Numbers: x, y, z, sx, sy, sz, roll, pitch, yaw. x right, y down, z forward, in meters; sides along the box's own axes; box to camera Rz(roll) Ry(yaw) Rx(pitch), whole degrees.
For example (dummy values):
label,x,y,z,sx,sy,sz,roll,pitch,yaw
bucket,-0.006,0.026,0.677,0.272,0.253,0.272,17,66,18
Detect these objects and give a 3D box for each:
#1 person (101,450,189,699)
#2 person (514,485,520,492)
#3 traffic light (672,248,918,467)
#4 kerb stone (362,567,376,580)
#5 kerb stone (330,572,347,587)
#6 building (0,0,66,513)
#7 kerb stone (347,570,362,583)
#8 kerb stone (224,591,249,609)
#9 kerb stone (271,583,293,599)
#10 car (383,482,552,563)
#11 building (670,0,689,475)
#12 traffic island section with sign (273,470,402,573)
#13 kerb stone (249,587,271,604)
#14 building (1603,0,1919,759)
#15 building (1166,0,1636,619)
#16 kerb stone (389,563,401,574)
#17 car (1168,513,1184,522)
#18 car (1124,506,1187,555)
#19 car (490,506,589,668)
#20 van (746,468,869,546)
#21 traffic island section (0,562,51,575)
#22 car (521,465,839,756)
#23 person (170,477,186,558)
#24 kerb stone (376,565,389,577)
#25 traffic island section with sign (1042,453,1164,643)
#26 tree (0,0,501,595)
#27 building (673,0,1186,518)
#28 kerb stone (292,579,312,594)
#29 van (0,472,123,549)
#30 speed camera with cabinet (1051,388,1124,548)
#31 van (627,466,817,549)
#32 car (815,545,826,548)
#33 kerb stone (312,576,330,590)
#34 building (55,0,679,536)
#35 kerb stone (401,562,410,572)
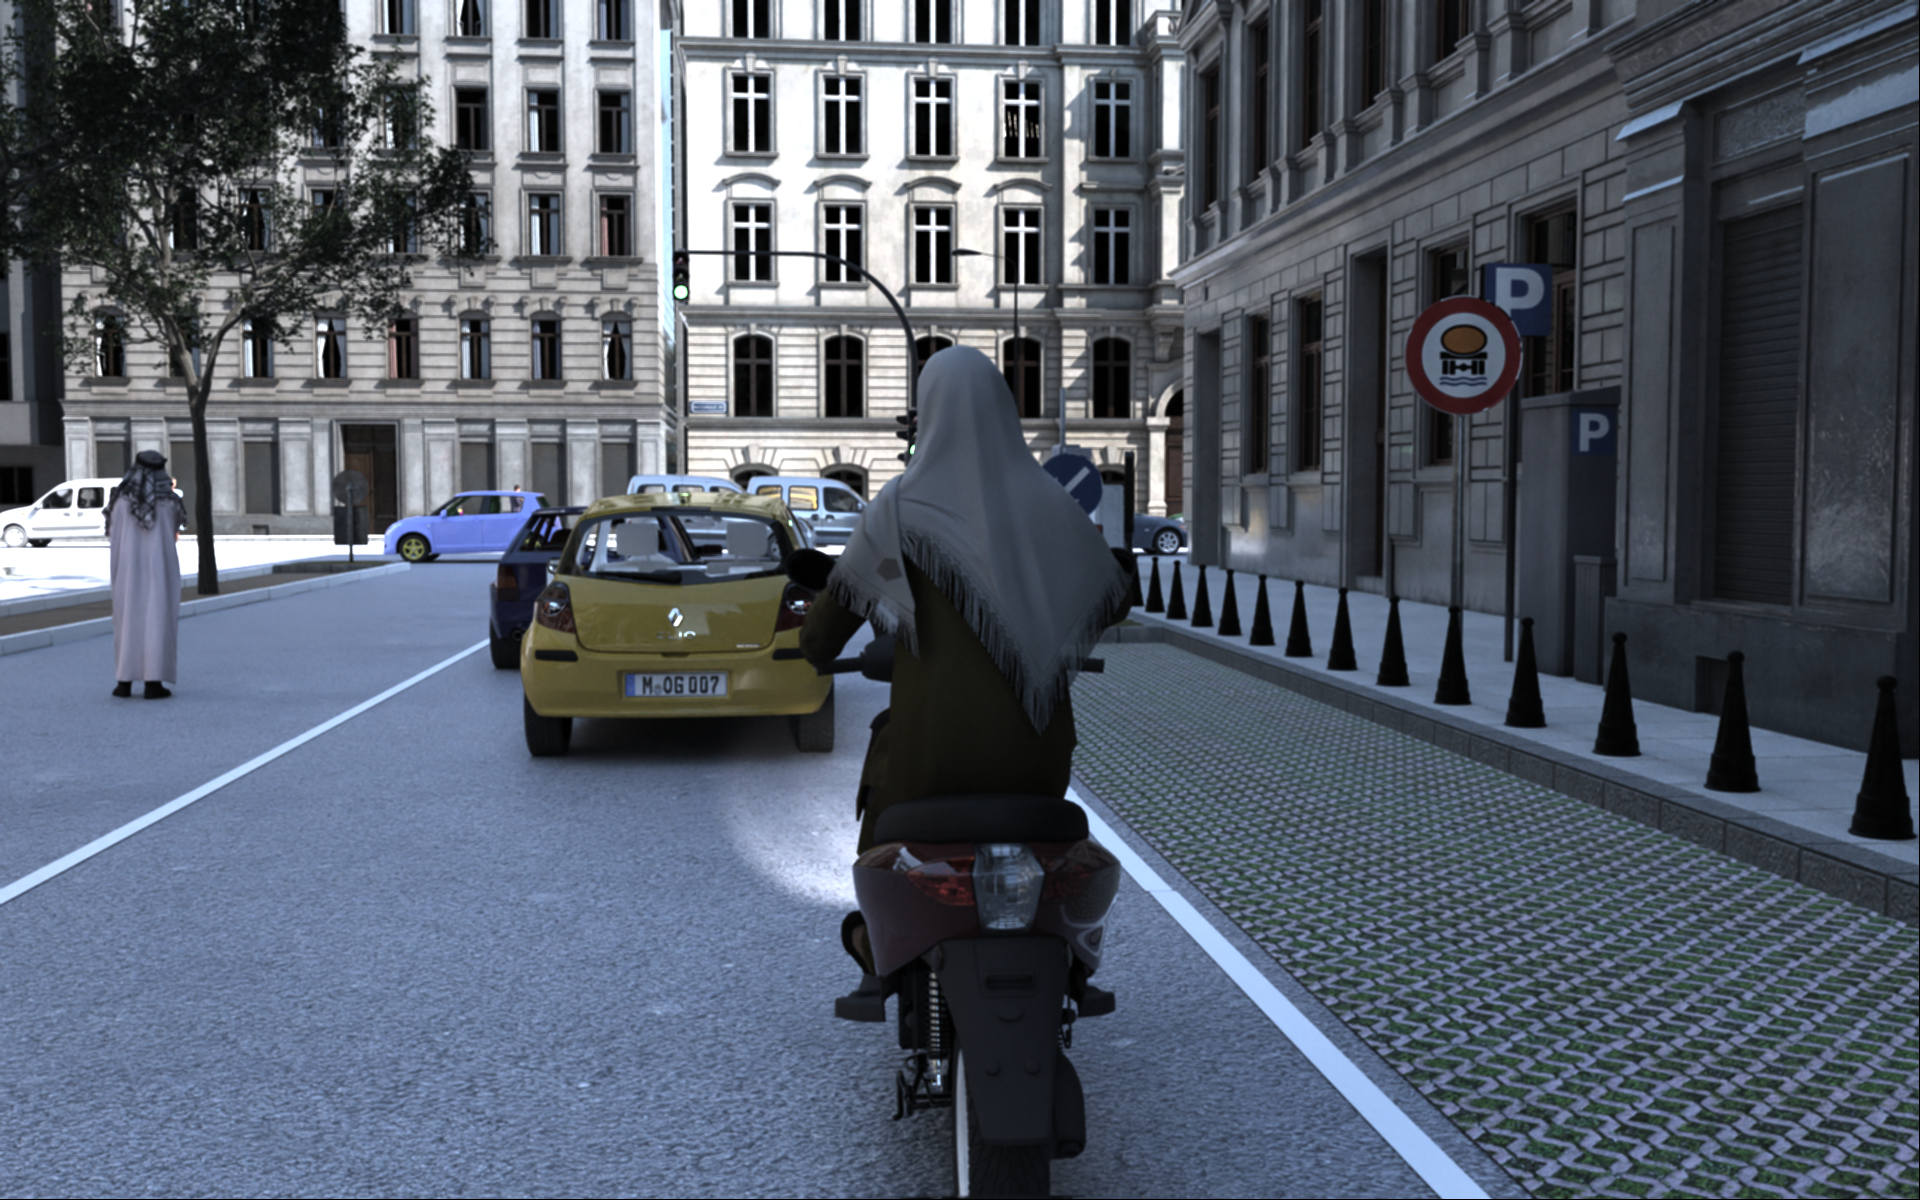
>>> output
label,x,y,z,sx,sy,sz,roll,pitch,yaw
person,-5.739,-0.188,12.243,0.551,1.740,0.621,-2,4,-35
person,-13.246,-2.587,51.712,0.530,1.710,0.541,-2,4,-29
traffic light,-2.961,-3.539,32.534,4.771,5.953,1.251,0,4,-6
kerb stone,-10.066,-0.427,29.196,0.120,0.150,1.000,0,4,-6
kerb stone,-9.836,-0.303,27.147,0.120,0.150,1.000,0,4,-6
building,-43.092,-14.613,57.990,30.058,24.678,14.314,0,4,-6
kerb stone,-9.959,-0.366,28.177,0.120,0.150,1.000,0,4,-6
kerb stone,-9.283,0.011,22.013,0.120,0.150,1.000,0,4,-6
kerb stone,-9.497,-0.110,24.057,0.120,0.150,1.000,0,4,-6
car,-10.304,-1.659,36.719,3.694,1.707,1.945,0,4,-7
building,-31.704,-47.883,221.145,20.611,71.187,20.563,0,4,-6
traffic island section with sign,-11.445,-1.466,32.100,2.006,1.907,1.989,0,4,-6
kerb stone,-9.399,-0.051,23.031,0.120,0.150,1.000,0,4,-6
building,9.812,-9.366,2.281,9.793,20.994,18.267,0,4,-6
building,10.166,-11.371,22.066,11.583,22.565,21.152,0,4,-6
kerb stone,-10.288,-0.550,31.233,0.120,0.150,1.000,0,4,-6
car,8.437,-2.418,51.332,4.920,1.459,2.131,0,4,-5
car,3.265,-1.773,40.999,4.499,1.417,2.014,0,4,-7
car,-3.138,-0.187,15.645,1.945,1.354,3.894,0,4,-6
van,-2.976,-2.019,40.020,4.112,2.044,2.013,0,4,-5
traffic island section,-17.791,-0.544,31.168,2.009,0.180,2.903,0,4,-6
car,-1.663,-0.045,10.957,2.015,1.641,3.980,0,4,-5
person,-17.562,-1.830,38.512,0.616,1.811,0.778,-3,5,-41
kerb stone,-10.180,-0.485,30.215,0.120,0.150,1.000,0,4,-6
traffic island section with sign,0.865,-0.537,17.403,1.989,1.847,2.006,0,4,-6
tree,-10.715,-5.371,24.681,8.767,10.594,7.601,0,4,-6
building,7.304,-14.927,63.133,34.723,24.649,14.460,0,4,-6
kerb stone,-9.621,-0.177,25.085,0.120,0.150,1.000,0,4,-6
van,-23.639,-2.408,46.389,4.112,2.044,2.013,0,4,-5
speed camera with cabinet,2.338,-2.296,31.872,0.660,3.252,2.038,-1,4,-21
van,-5.116,-1.839,37.074,4.112,2.044,2.013,0,4,-5
car,-5.184,-2.215,46.437,3.980,1.641,2.015,0,4,-6
kerb stone,-9.730,-0.240,26.118,0.120,0.150,1.000,0,4,-6
building,-18.705,-12.736,57.380,18.267,20.994,9.793,0,4,-6
kerb stone,-10.403,-0.612,32.257,0.120,0.150,1.000,0,4,-6
